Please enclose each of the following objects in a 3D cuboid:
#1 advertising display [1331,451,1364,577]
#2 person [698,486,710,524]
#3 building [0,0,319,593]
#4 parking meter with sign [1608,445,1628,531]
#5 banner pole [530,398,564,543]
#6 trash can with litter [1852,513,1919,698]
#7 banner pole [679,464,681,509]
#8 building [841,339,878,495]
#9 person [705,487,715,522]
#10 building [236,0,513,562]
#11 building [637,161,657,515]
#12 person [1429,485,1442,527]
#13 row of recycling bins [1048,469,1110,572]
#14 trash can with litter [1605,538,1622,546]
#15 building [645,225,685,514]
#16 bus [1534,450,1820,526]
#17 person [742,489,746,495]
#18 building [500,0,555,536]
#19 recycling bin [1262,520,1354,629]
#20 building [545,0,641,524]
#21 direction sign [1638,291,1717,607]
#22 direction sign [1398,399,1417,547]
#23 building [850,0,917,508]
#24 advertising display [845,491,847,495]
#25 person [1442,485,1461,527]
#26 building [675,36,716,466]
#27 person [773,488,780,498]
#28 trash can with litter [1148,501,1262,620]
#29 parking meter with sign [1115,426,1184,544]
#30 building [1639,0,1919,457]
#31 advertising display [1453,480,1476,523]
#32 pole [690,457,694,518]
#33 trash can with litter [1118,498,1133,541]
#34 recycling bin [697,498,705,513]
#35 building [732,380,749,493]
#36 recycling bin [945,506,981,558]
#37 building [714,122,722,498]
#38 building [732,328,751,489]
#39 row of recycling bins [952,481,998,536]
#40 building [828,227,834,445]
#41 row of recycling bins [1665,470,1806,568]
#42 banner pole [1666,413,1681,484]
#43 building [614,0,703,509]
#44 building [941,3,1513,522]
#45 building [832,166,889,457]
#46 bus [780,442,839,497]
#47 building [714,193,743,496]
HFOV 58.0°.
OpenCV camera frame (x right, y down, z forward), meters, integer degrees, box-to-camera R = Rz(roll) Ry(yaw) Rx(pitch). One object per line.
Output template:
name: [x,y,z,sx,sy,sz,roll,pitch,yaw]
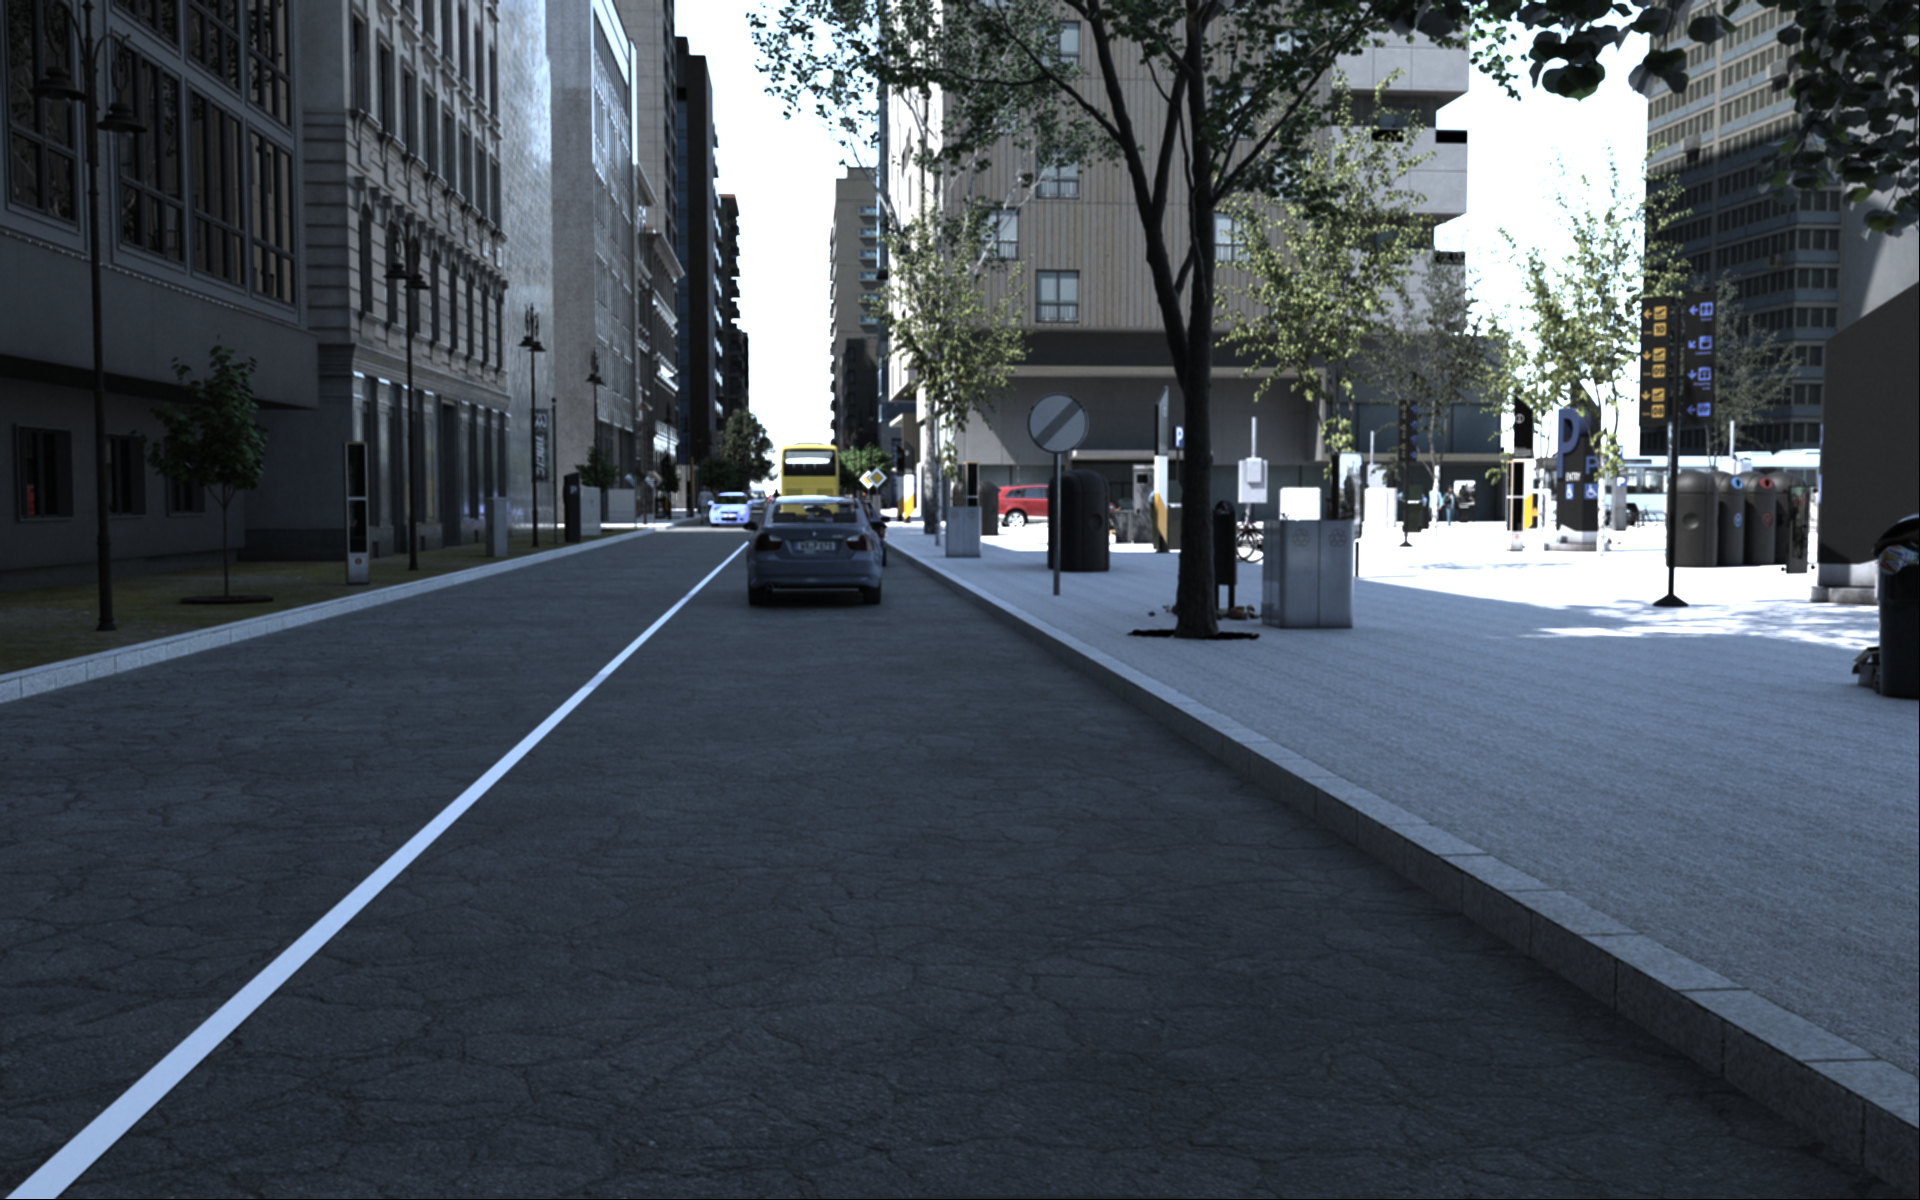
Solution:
advertising display: [5.924,-1.303,26.511,0.123,1.923,0.974,2,4,35]
person: [-12.241,-4.576,83.194,0.514,1.842,0.818,-3,5,-43]
building: [-17.552,-13.779,18.792,14.314,27.812,24.014,0,4,-5]
parking meter with sign: [22.870,-3.908,60.159,0.543,3.016,1.738,1,4,12]
banner pole: [-10.722,-3.357,44.898,0.863,3.779,0.401,-2,4,-31]
trash can with litter: [6.060,0.013,11.180,0.624,1.170,1.055,0,4,7]
banner pole: [-23.602,-9.538,145.957,0.401,3.779,0.863,-1,4,-19]
building: [-0.129,-22.209,208.152,27.650,21.520,28.899,0,4,-5]
person: [-12.986,-4.941,89.508,0.478,1.798,0.641,2,4,32]
building: [-16.961,-11.724,40.842,9.793,20.994,18.267,0,4,-5]
building: [-24.099,-16.692,101.786,11.050,23.489,19.941,0,4,-5]
person: [18.949,-3.710,69.024,0.748,1.841,0.638,-3,5,-40]
row of recycling bins: [2.000,-1.407,30.112,1.069,1.692,3.534,0,4,0]
trash can with litter: [16.325,-2.019,44.074,1.678,1.210,2.233,3,5,44]
building: [-25.926,-17.497,122.240,11.583,22.565,21.152,0,4,-5]
bus: [29.731,-4.709,71.858,13.247,3.499,2.948,0,4,-6]
person: [-17.110,-7.891,137.698,0.709,1.800,0.728,1,4,15]
building: [-22.301,-12.264,55.268,16.860,20.320,10.420,0,4,-5]
recycling bin: [3.376,-0.262,16.831,0.722,1.027,0.722,0,4,-5]
building: [-22.235,-16.141,81.933,12.078,24.808,19.932,0,4,-5]
direction sign: [8.143,-1.697,19.739,0.379,3.537,0.876,-3,5,-40]
direction sign: [10.793,-3.047,41.814,0.379,3.537,0.876,3,5,42]
building: [0.323,-52.815,176.190,22.319,86.520,31.000,0,4,-5]
advertising display: [-9.461,-8.089,137.467,0.974,1.923,0.123,-2,4,-27]
person: [19.877,-3.754,70.220,0.623,1.781,0.721,-3,5,-39]
building: [-31.867,-32.019,173.625,14.600,45.320,14.200,0,4,-5]
person: [-11.843,-6.313,111.720,0.555,1.821,0.388,-2,4,-35]
trash can with litter: [2.787,-0.452,18.455,1.678,1.210,2.233,-1,4,-10]
parking meter with sign: [4.872,-2.974,44.889,1.738,3.016,0.543,2,4,30]
building: [54.305,-24.778,96.994,23.993,40.220,32.217,0,4,-5]
advertising display: [22.301,-4.367,76.615,0.974,1.923,0.123,1,4,12]
pole: [-14.617,-6.149,94.379,0.158,3.312,0.155,0,3,0]
trash can with litter: [4.767,-2.235,47.934,0.624,1.170,1.055,-1,4,-16]
recycling bin: [-17.345,-6.401,117.211,0.722,1.027,0.722,-2,4,-30]
building: [-47.826,-26.248,274.198,27.650,21.520,28.899,0,4,-5]
recycling bin: [0.064,-1.393,35.337,0.722,1.027,0.722,0,4,-1]
building: [-38.582,-35.232,195.657,23.786,49.044,30.456,0,4,-5]
building: [-43.170,-32.061,295.905,14.160,30.474,14.107,0,4,-5]
row of recycling bins: [0.417,-2.889,54.352,1.069,1.692,3.534,-1,4,-12]
building: [-9.908,-38.096,277.490,22.147,44.769,28.867,0,4,-5]
row of recycling bins: [13.898,-1.466,31.085,3.534,1.692,1.069,-2,4,-34]
banner pole: [21.847,-3.855,53.051,0.863,3.779,0.401,-3,5,-40]
building: [-33.725,-43.808,154.510,20.563,71.187,20.611,0,4,-5]
building: [10.895,-30.590,89.384,27.495,52.752,28.713,0,4,-5]
building: [-7.620,-38.446,252.292,21.300,48.544,21.600,0,4,-5]
bus: [-6.994,-5.441,80.506,2.896,3.916,12.252,0,4,-5]
building: [-42.168,-36.069,244.348,22.147,44.769,28.867,0,4,-5]
